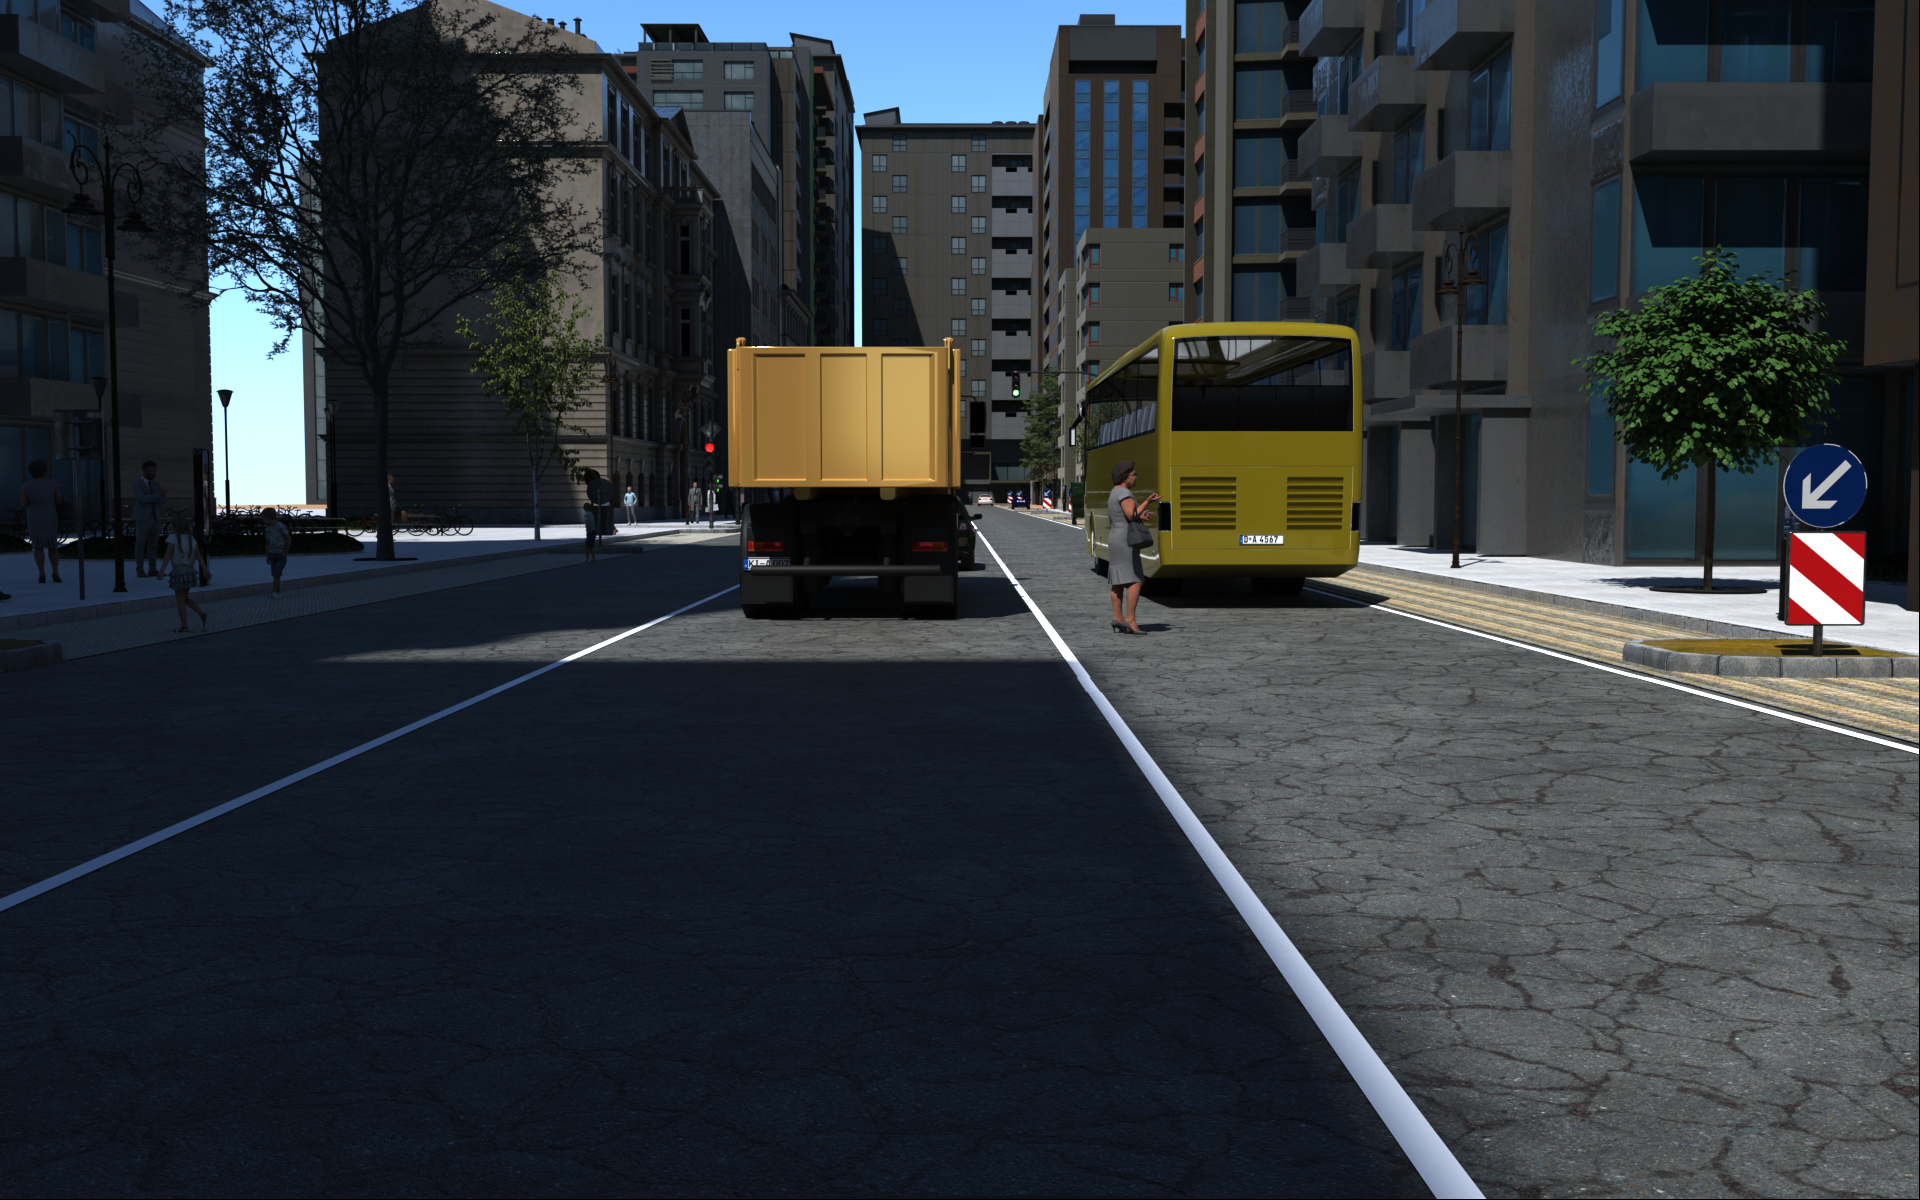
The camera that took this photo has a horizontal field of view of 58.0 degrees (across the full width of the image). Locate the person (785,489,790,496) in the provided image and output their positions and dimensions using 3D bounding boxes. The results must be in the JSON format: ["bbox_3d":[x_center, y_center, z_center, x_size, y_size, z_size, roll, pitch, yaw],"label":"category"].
[{"bbox_3d":[-12.023,-6.958,120.147,0.599,1.781,0.374,-2,4,-25],"label":"person"}]

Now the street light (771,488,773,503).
[{"bbox_3d":[-11.489,-8.141,105.888,0.468,5.910,1.993,0,4,0],"label":"street light"}]

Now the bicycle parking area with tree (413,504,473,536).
[{"bbox_3d":[-19.784,-4.166,55.121,9.016,4.147,8.231,0,4,-7],"label":"bicycle parking area with tree"}]

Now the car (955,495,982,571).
[{"bbox_3d":[-0.571,-1.463,33.707,2.009,1.686,4.222,0,4,1],"label":"car"}]

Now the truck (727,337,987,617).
[{"bbox_3d":[-1.294,-1.701,23.737,3.469,3.379,9.791,0,4,0],"label":"truck"}]

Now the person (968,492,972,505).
[{"bbox_3d":[1.225,-12.939,220.575,0.750,1.759,0.617,2,4,29],"label":"person"}]

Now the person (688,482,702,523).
[{"bbox_3d":[-11.596,-4.253,75.675,0.694,1.812,0.767,-1,4,-12],"label":"person"}]

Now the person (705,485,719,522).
[{"bbox_3d":[-11.283,-4.437,78.944,0.624,1.780,0.694,-3,5,-41],"label":"person"}]

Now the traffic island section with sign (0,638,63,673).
[{"bbox_3d":[-8.656,-0.346,14.285,1.989,1.847,2.006,0,4,0],"label":"traffic island section with sign"}]

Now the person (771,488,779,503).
[{"bbox_3d":[-12.464,-6.799,117.435,0.478,1.798,0.641,3,4,37],"label":"person"}]

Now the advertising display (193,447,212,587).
[{"bbox_3d":[-10.624,-1.167,24.302,0.123,1.923,0.974,-1,4,-18],"label":"advertising display"}]

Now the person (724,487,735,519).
[{"bbox_3d":[-11.978,-5.191,90.699,0.755,1.850,0.659,0,4,7],"label":"person"}]

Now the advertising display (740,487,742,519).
[{"bbox_3d":[-11.355,-5.154,89.488,0.123,1.923,0.974,0,4,-1],"label":"advertising display"}]

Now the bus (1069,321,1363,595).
[{"bbox_3d":[3.623,-2.189,27.332,2.896,3.916,12.252,0,4,-1],"label":"bus"}]

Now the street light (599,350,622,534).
[{"bbox_3d":[-11.185,-5.063,55.573,0.468,5.910,1.993,0,4,0],"label":"street light"}]

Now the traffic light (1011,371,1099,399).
[{"bbox_3d":[4.274,-5.467,64.049,4.771,5.953,1.251,0,4,0],"label":"traffic light"}]

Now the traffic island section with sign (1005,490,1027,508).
[{"bbox_3d":[5.848,-10.118,174.054,1.989,1.847,2.006,0,4,0],"label":"traffic island section with sign"}]

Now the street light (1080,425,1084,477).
[{"bbox_3d":[8.057,-8.605,113.480,0.468,5.910,1.993,0,4,0],"label":"street light"}]

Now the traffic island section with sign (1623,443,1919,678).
[{"bbox_3d":[6.669,-0.350,14.354,1.989,1.847,2.006,0,4,0],"label":"traffic island section with sign"}]

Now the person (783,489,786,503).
[{"bbox_3d":[-11.360,-6.415,110.946,0.620,1.820,0.660,-3,4,-36],"label":"person"}]

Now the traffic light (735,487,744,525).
[{"bbox_3d":[-7.146,-5.961,72.136,4.771,5.953,1.251,0,4,0],"label":"traffic light"}]

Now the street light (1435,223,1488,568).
[{"bbox_3d":[8.590,-3.489,29.835,0.468,5.910,1.993,0,4,0],"label":"street light"}]

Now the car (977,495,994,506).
[{"bbox_3d":[3.106,-12.064,209.601,2.083,1.381,4.827,0,4,1],"label":"car"}]

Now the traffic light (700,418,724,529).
[{"bbox_3d":[-9.196,-4.598,64.106,0.839,4.253,0.868,0,4,0],"label":"traffic light"}]

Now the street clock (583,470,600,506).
[{"bbox_3d":[-10.845,-2.844,51.071,0.471,2.002,0.358,-1,4,-20],"label":"street clock"}]

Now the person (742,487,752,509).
[{"bbox_3d":[-11.537,-5.321,93.441,0.661,1.777,0.834,0,4,-6],"label":"person"}]

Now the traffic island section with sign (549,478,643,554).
[{"bbox_3d":[-8.793,-2.047,42.097,1.989,1.847,2.006,0,4,0],"label":"traffic island section with sign"}]

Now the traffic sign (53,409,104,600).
[{"bbox_3d":[-10.662,-1.153,20.976,0.606,2.300,0.079,0,4,3],"label":"traffic sign"}]

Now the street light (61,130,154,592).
[{"bbox_3d":[-11.008,-3.042,22.524,0.468,5.910,1.993,0,4,0],"label":"street light"}]

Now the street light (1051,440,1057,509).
[{"bbox_3d":[8.015,-10.655,146.990,0.468,5.910,1.993,0,4,0],"label":"street light"}]

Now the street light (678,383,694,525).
[{"bbox_3d":[-11.407,-6.088,72.323,0.468,5.910,1.993,0,4,0],"label":"street light"}]

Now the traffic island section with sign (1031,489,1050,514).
[{"bbox_3d":[6.101,-7.071,124.237,1.989,1.847,2.006,0,4,0],"label":"traffic island section with sign"}]

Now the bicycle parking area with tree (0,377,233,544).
[{"bbox_3d":[-20.781,-3.558,45.180,9.016,4.147,8.231,2,4,24],"label":"bicycle parking area with tree"}]

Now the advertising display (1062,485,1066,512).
[{"bbox_3d":[7.662,-7.459,127.161,0.123,1.923,0.974,0,4,-7],"label":"advertising display"}]

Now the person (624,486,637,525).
[{"bbox_3d":[-13.562,-3.876,71.222,0.589,1.601,0.330,1,4,18],"label":"person"}]

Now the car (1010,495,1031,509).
[{"bbox_3d":[5.660,-9.108,161.489,1.945,1.354,3.894,0,4,1],"label":"car"}]

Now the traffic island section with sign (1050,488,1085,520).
[{"bbox_3d":[6.245,-5.422,97.282,1.989,1.847,2.006,0,4,0],"label":"traffic island section with sign"}]
